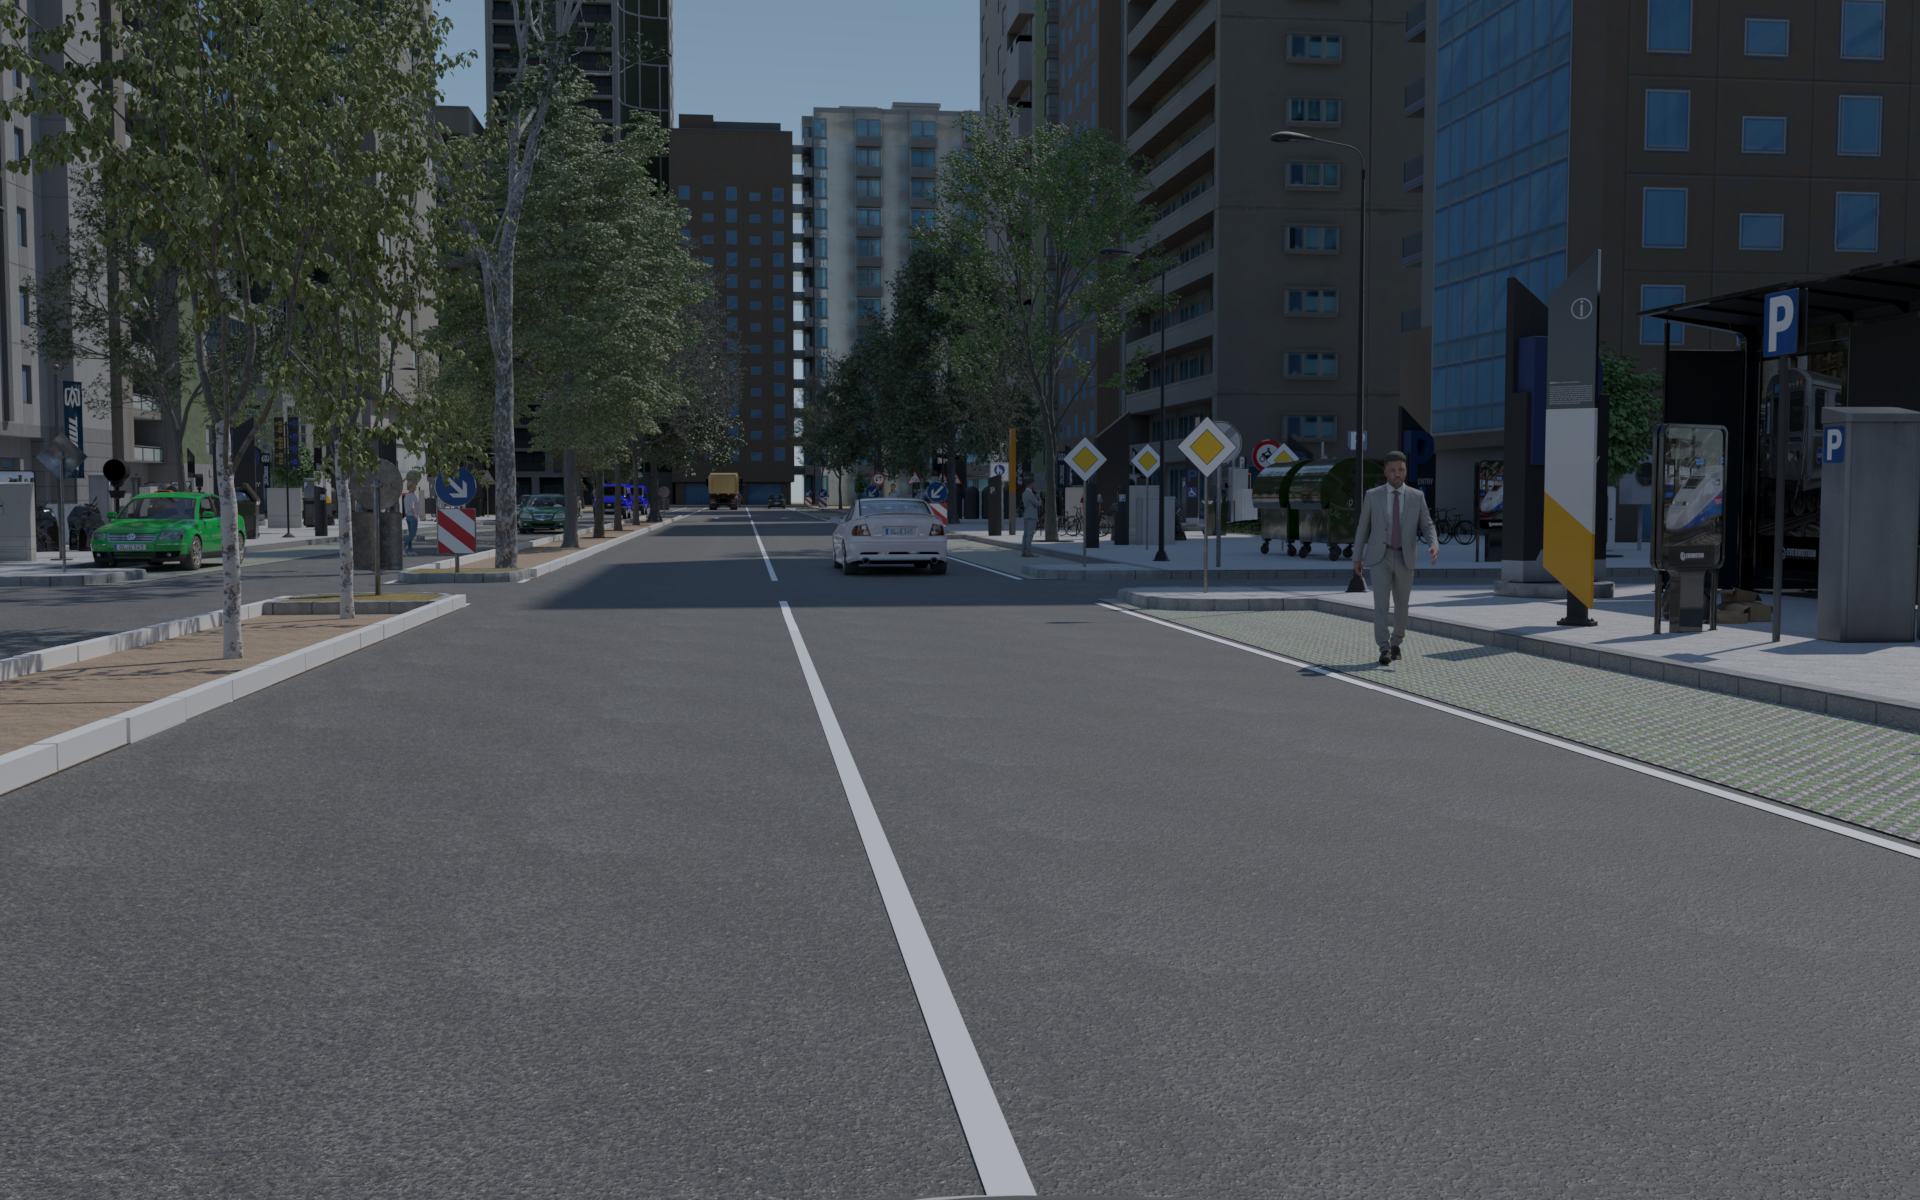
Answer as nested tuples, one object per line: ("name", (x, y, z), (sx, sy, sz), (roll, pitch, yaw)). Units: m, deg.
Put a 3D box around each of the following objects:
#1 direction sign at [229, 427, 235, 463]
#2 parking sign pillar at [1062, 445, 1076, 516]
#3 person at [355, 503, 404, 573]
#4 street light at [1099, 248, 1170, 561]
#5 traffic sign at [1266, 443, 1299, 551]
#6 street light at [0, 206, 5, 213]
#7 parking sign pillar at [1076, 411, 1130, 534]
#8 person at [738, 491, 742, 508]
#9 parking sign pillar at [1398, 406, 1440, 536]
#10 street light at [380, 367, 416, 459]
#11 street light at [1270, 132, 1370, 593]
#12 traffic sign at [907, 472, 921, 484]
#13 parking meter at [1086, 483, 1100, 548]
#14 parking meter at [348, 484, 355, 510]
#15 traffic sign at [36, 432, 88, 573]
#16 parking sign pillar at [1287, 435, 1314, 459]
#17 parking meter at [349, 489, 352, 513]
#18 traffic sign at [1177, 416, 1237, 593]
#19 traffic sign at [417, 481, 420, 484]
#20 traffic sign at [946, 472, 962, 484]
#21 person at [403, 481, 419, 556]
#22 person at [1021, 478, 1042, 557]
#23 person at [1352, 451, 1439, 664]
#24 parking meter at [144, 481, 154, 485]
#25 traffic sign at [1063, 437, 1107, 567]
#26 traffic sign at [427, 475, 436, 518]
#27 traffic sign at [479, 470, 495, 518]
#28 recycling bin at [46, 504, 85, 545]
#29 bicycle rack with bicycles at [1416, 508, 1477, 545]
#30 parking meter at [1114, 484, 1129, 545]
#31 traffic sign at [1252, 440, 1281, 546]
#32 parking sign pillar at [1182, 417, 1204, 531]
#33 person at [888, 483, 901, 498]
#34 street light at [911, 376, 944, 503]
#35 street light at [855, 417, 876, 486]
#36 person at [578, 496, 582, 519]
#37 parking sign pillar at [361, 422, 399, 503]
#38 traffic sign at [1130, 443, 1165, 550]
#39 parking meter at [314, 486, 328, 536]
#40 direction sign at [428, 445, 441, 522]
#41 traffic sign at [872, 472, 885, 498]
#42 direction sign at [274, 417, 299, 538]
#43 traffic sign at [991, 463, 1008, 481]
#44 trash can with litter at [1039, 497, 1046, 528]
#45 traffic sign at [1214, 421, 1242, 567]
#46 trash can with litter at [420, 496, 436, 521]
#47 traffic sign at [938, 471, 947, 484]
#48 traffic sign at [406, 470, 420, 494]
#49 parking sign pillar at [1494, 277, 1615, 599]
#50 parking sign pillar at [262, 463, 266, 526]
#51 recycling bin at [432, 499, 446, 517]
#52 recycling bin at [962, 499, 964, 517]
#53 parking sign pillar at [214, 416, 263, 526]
("direction sign", (-24.611, -4.068, 58.507), (0.379, 3.537, 0.876), (-3, 4, -36))
("parking sign pillar", (6.310, -6.491, 94.603), (1.447, 3.967, 1.447), (1, 4, 23))
("person", (-10.373, -1.377, 30.992), (0.713, 1.824, 0.794), (2, 4, 35))
("street light", (3.315, -3.692, 32.903), (1.470, 5.913, 1.316), (0, 4, -7))
("traffic sign", (7.271, -2.312, 38.987), (0.795, 2.450, 0.064), (0, 4, -3))
("street light", (-16.037, -3.385, 27.886), (1.470, 5.913, 1.316), (0, 4, -7))
("parking sign pillar", (4.844, -4.134, 56.060), (1.447, 3.967, 1.447), (-2, 4, -31))
("person", (-23.030, -10.442, 179.773), (0.990, 1.755, 0.434), (1, 4, 18))
("parking sign pillar", (14.060, -3.965, 53.307), (1.447, 3.967, 1.447), (-2, 4, -34))
("street light", (-20.582, -5.554, 63.355), (1.470, 5.913, 1.316), (0, 4, -7))
("street light", (4.669, -3.053, 22.453), (1.470, 5.913, 1.316), (0, 4, -7))
("traffic sign", (-2.469, -5.783, 94.550), (0.884, 2.594, 0.081), (0, 4, -2))
("parking meter", (3.130, -2.004, 41.179), (0.372, 1.533, 0.369), (0, 3, 0))
("parking meter", (-35.182, -5.777, 100.168), (0.255, 1.863, 0.399), (1, 4, 10))
("traffic sign", (-14.631, -1.505, 28.245), (0.795, 2.450, 0.064), (0, 4, -7))
("parking sign pillar", (15.312, -5.494, 78.296), (1.447, 3.967, 1.447), (3, 5, 41))
("parking meter", (-28.373, -4.392, 80.220), (0.372, 1.533, 0.369), (0, 3, 0))
("traffic sign", (3.184, -1.148, 22.418), (0.795, 2.450, 0.064), (0, 4, -7))
("traffic sign", (-29.498, -5.712, 93.504), (0.768, 2.556, 0.104), (0, 4, -4))
("traffic sign", (-0.322, -5.675, 92.795), (0.884, 2.594, 0.081), (0, 4, -5))
("person", (-12.738, -1.887, 40.022), (0.731, 1.740, 0.598), (3, 5, 39))
("person", (1.637, -1.860, 39.097), (0.466, 1.800, 0.511), (-2, 4, -29))
("person", (3.678, -0.360, 14.666), (0.678, 1.792, 0.850), (0, 4, 8))
("parking meter", (-37.474, -4.550, 80.096), (0.399, 1.863, 0.255), (1, 4, 19))
("traffic sign", (2.183, -1.633, 30.341), (0.795, 2.450, 0.064), (0, 4, -7))
("traffic sign", (-28.185, -5.669, 92.797), (0.768, 2.556, 0.104), (0, 4, -4))
("traffic sign", (-25.416, -5.699, 93.190), (0.884, 2.594, 0.081), (0, 4, -6))
("recycling bin", (-22.782, -1.938, 44.246), (0.722, 1.027, 0.722), (1, 4, 14))
("bicycle rack with bicycles", (12.256, -1.906, 44.540), (2.852, 0.926, 2.925), (-2, 4, -28))
("parking meter", (4.069, -2.150, 43.559), (0.372, 1.533, 0.369), (0, 3, 0))
("traffic sign", (7.224, -2.482, 40.680), (0.768, 2.556, 0.104), (0, 4, 1))
("parking sign pillar", (8.114, -4.396, 60.349), (1.447, 3.967, 1.447), (1, 4, 9))
("person", (-2.350, -3.203, 60.956), (0.616, 1.811, 0.778), (2, 4, 26))
("street light", (-1.215, -5.849, 68.171), (1.470, 5.913, 1.316), (0, 4, -7))
("street light", (-5.621, -8.034, 103.890), (1.470, 5.913, 1.316), (0, 4, -7))
("person", (-22.052, -5.357, 100.330), (0.306, 1.304, 0.590), (1, 4, 21))
("parking sign pillar", (-21.680, -4.662, 64.694), (1.447, 3.967, 1.447), (0, 4, -7))
("traffic sign", (4.279, -2.350, 39.609), (0.795, 2.450, 0.064), (0, 4, -5))
("parking meter", (-19.414, -2.703, 52.609), (0.372, 1.533, 0.369), (0, 3, 0))
("direction sign", (-23.993, -5.350, 79.469), (0.379, 3.537, 0.876), (3, 5, 43))
("traffic sign", (-4.721, -6.148, 100.623), (0.768, 2.556, 0.104), (0, 4, -4))
("direction sign", (-19.794, -3.606, 50.956), (0.876, 3.537, 0.379), (1, 4, 22))
("traffic sign", (1.273, -3.296, 56.023), (0.606, 2.300, 0.079), (0, 4, -2))
("trash can with litter", (3.171, -3.276, 64.945), (0.624, 1.170, 1.055), (0, 4, 5))
("traffic sign", (4.532, -1.847, 30.306), (0.768, 2.556, 0.104), (0, 4, -4))
("trash can with litter", (-24.692, -4.341, 82.036), (2.233, 1.210, 1.678), (-1, 4, -9))
("traffic sign", (-0.964, -5.749, 93.993), (0.884, 2.594, 0.081), (0, 4, -3))
("traffic sign", (-28.942, -5.603, 91.715), (0.768, 2.556, 0.104), (0, 4, -3))
("parking sign pillar", (7.488, -2.035, 21.738), (1.447, 3.967, 1.447), (-1, 4, -21))
("parking sign pillar", (-28.979, -5.002, 70.261), (1.447, 3.967, 1.447), (-2, 4, -35))
("recycling bin", (-29.402, -5.205, 97.655), (0.722, 1.027, 0.722), (-1, 4, -12))
("recycling bin", (-0.261, -5.230, 98.065), (0.722, 1.027, 0.722), (3, 5, 41))
("parking sign pillar", (-25.046, -4.367, 59.865), (1.447, 3.967, 1.447), (-1, 4, -20))
